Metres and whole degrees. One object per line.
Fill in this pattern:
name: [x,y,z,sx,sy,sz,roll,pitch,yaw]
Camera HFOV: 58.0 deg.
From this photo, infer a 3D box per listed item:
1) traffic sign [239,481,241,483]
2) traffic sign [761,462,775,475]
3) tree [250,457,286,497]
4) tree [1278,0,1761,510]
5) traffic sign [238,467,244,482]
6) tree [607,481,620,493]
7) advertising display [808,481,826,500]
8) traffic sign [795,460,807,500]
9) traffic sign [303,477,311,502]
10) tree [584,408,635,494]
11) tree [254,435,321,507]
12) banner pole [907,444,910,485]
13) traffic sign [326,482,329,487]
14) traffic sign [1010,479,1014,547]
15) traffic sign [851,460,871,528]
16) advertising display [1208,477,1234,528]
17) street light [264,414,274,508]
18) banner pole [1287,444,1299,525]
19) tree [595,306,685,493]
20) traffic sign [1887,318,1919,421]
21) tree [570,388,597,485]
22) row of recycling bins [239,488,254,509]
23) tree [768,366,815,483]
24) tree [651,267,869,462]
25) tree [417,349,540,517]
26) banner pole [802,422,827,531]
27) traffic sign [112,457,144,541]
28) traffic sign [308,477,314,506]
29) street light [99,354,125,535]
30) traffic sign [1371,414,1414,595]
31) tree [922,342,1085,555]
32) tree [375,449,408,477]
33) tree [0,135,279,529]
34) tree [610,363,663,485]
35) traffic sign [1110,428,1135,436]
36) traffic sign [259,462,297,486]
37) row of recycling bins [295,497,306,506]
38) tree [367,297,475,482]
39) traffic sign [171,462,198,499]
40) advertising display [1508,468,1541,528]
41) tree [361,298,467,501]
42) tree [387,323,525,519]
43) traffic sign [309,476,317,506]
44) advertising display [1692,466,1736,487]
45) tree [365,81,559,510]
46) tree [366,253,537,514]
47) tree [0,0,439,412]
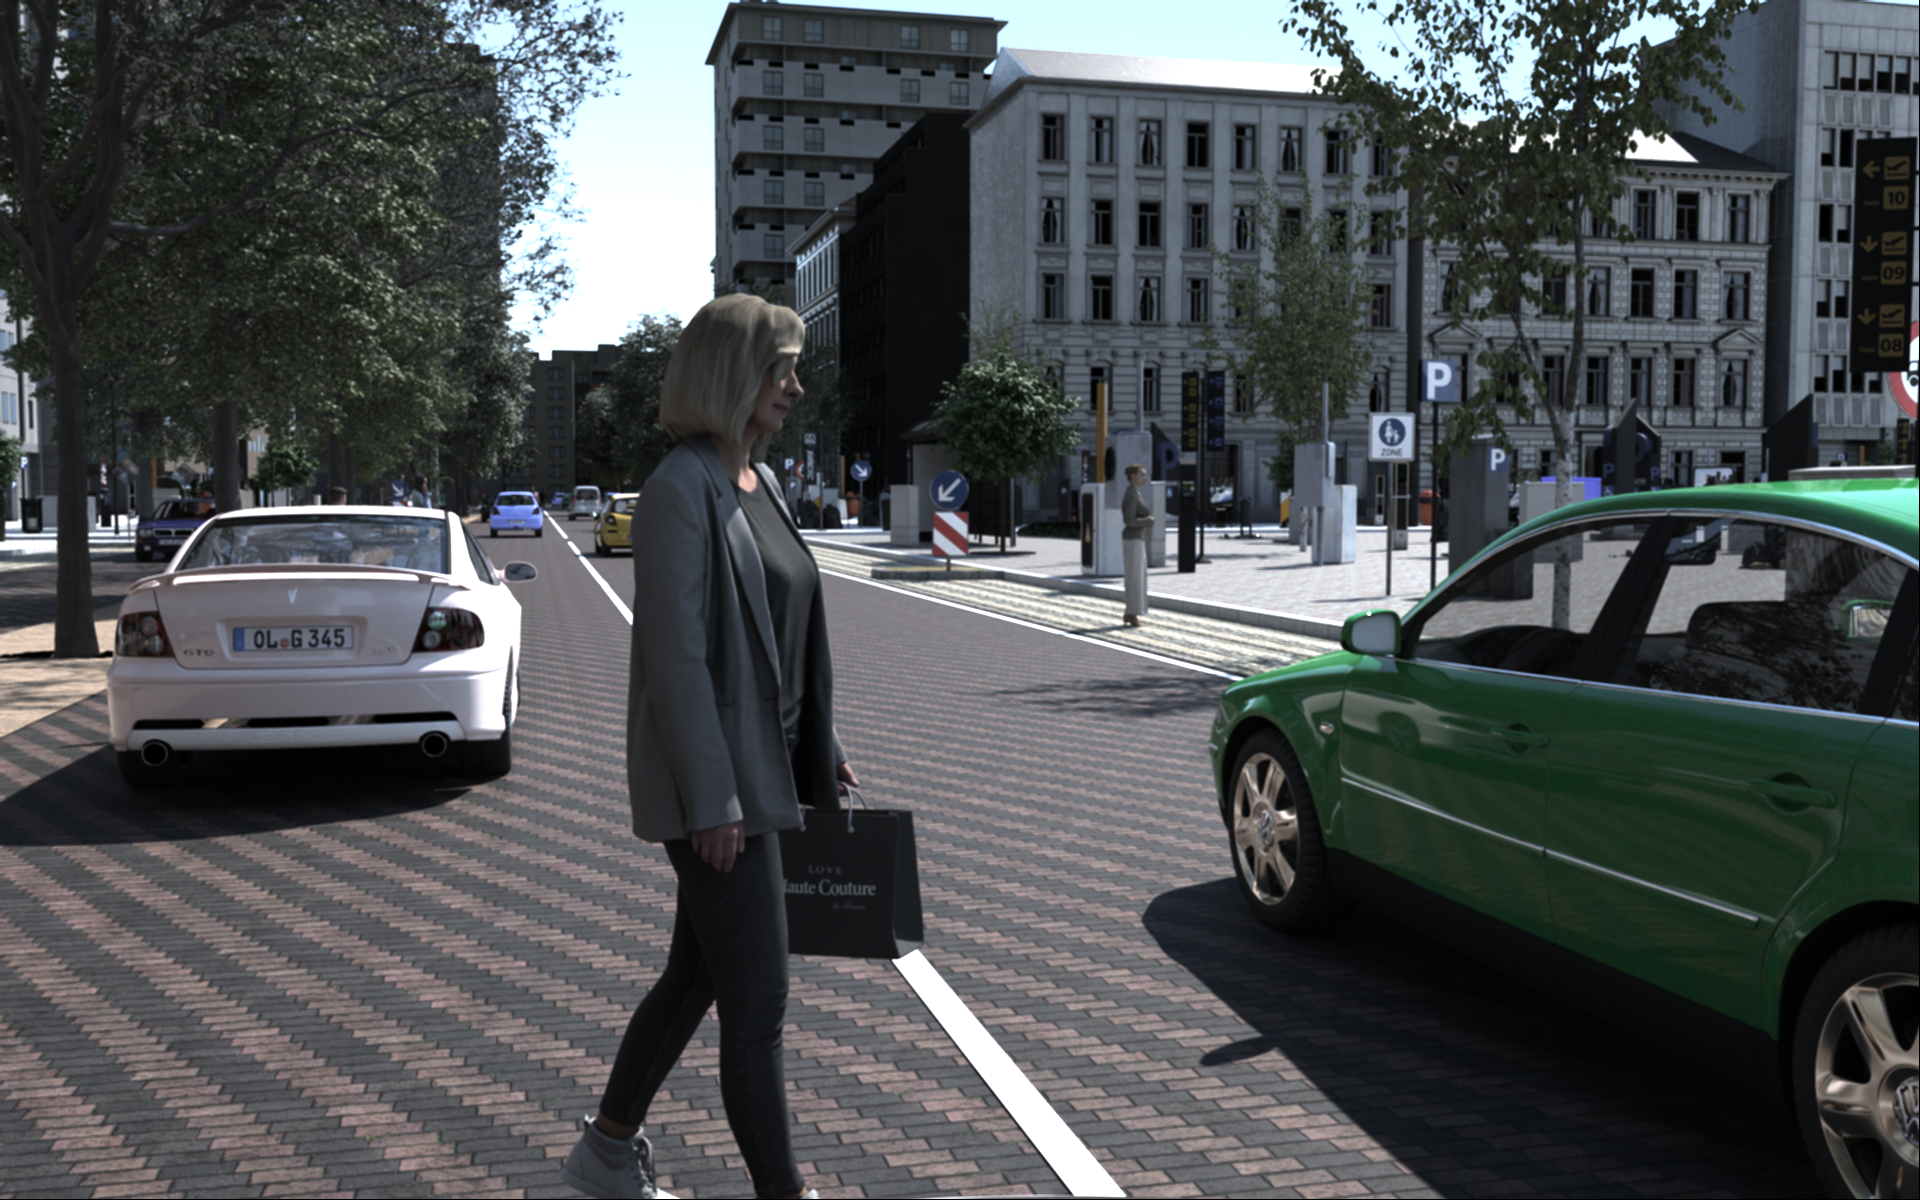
traffic sign: [-37.984,-5.540,90.685,0.768,2.556,0.104,-1,4,-13]
traffic sign: [-5.859,-2.908,51.186,0.795,2.450,0.064,-1,4,-14]
tree: [-35.975,-5.848,90.218,1.663,3.219,1.824,0,3,0]
tree: [5.183,-3.977,15.392,4.737,8.622,4.395,0,3,0]
traffic sign: [-33.093,-4.831,79.098,0.768,2.556,0.104,0,4,-6]
tree: [-41.286,-12.977,206.768,1.663,3.219,1.824,0,3,0]
advertising display: [-7.193,-5.015,87.214,0.974,1.923,0.123,1,4,18]
traffic sign: [-5.801,-3.978,65.145,0.768,2.556,0.104,0,4,-6]
traffic sign: [-42.445,-6.861,112.285,0.768,2.556,0.104,-1,4,-8]
tree: [-33.526,-14.544,172.199,8.767,10.594,7.601,1,4,22]
tree: [-36.429,-6.732,93.780,4.285,4.588,4.351,0,3,0]
banner pole: [-2.455,-5.828,85.304,0.401,3.779,0.863,0,4,3]
traffic sign: [-44.674,-7.540,123.290,0.884,2.594,0.081,-1,4,-9]
traffic sign: [1.253,-2.543,41.684,0.768,2.556,0.104,-1,4,-10]
traffic sign: [-3.746,-4.009,65.659,0.768,2.556,0.104,0,4,-6]
advertising display: [9.854,-3.683,65.428,0.974,1.923,0.123,-1,4,-11]
street light: [-34.859,-7.032,87.754,0.468,5.910,1.993,-1,4,-14]
banner pole: [13.899,-5.019,72.084,0.401,3.779,0.863,3,5,41]
tree: [-19.430,-12.866,117.010,9.857,13.997,8.962,0,3,0]
traffic sign: [6.952,-0.757,12.490,0.768,2.556,0.104,-1,4,-13]
tree: [-39.934,-17.849,198.488,9.857,13.997,8.962,0,3,0]
row of recycling bins: [-48.510,-6.561,114.383,3.534,1.692,1.069,-1,4,-12]
tree: [-9.336,-7.789,77.717,4.360,8.622,3.978,0,3,0]
tree: [-7.934,-8.342,70.801,8.767,10.594,7.601,-1,4,-16]
tree: [-31.263,-11.562,108.509,9.611,12.733,9.660,0,3,0]
banner pole: [-5.031,-4.279,59.985,0.863,3.779,0.401,-1,4,-18]
traffic sign: [-22.603,-2.656,47.071,0.795,2.450,0.064,-1,4,-14]
traffic sign: [-43.848,-7.121,116.534,0.768,2.556,0.104,0,4,-5]
street light: [-26.610,-4.997,54.487,0.468,5.910,1.993,-1,4,-14]
traffic sign: [5.429,-1.208,21.879,0.606,2.300,0.079,-1,4,-11]
tree: [0.853,-3.269,37.157,4.285,4.588,4.351,0,3,0]
tree: [-59.857,-15.363,185.591,8.767,10.594,7.601,2,4,26]
tree: [-29.210,-9.504,62.054,9.857,13.997,8.962,0,3,0]
tree: [-26.534,-14.132,149.184,7.486,12.596,7.792,0,3,0]
traffic sign: [3.170,-2.045,33.542,0.768,2.556,0.104,-1,4,-10]
traffic sign: [-40.999,-6.754,104.298,2.265,3.308,0.079,-1,4,-11]
row of recycling bins: [-46.879,-7.043,122.266,1.069,1.692,3.534,-1,4,-15]
tree: [-19.523,-6.701,62.374,4.360,8.622,3.978,0,3,0]
traffic sign: [-24.524,-3.130,54.823,0.795,2.450,0.064,-1,4,-14]
advertising display: [14.072,-2.331,43.329,0.974,1.923,0.123,-1,4,-16]
tree: [-18.587,-6.422,57.825,4.737,8.622,4.395,0,3,0]
tree: [-28.686,-10.448,99.030,9.928,11.665,9.643,0,3,0]
traffic sign: [-44.600,-7.274,119.030,0.768,2.556,0.104,-1,4,-9]
advertising display: [17.434,-2.132,40.075,0.123,1.923,0.974,-3,5,-41]
tree: [-24.634,-13.351,76.641,12.611,20.169,13.585,0,3,0]
tree: [-26.279,-10.990,88.802,9.857,13.997,8.962,0,3,0]
tree: [-10.386,-6.332,24.111,7.486,12.596,7.792,0,3,0]
